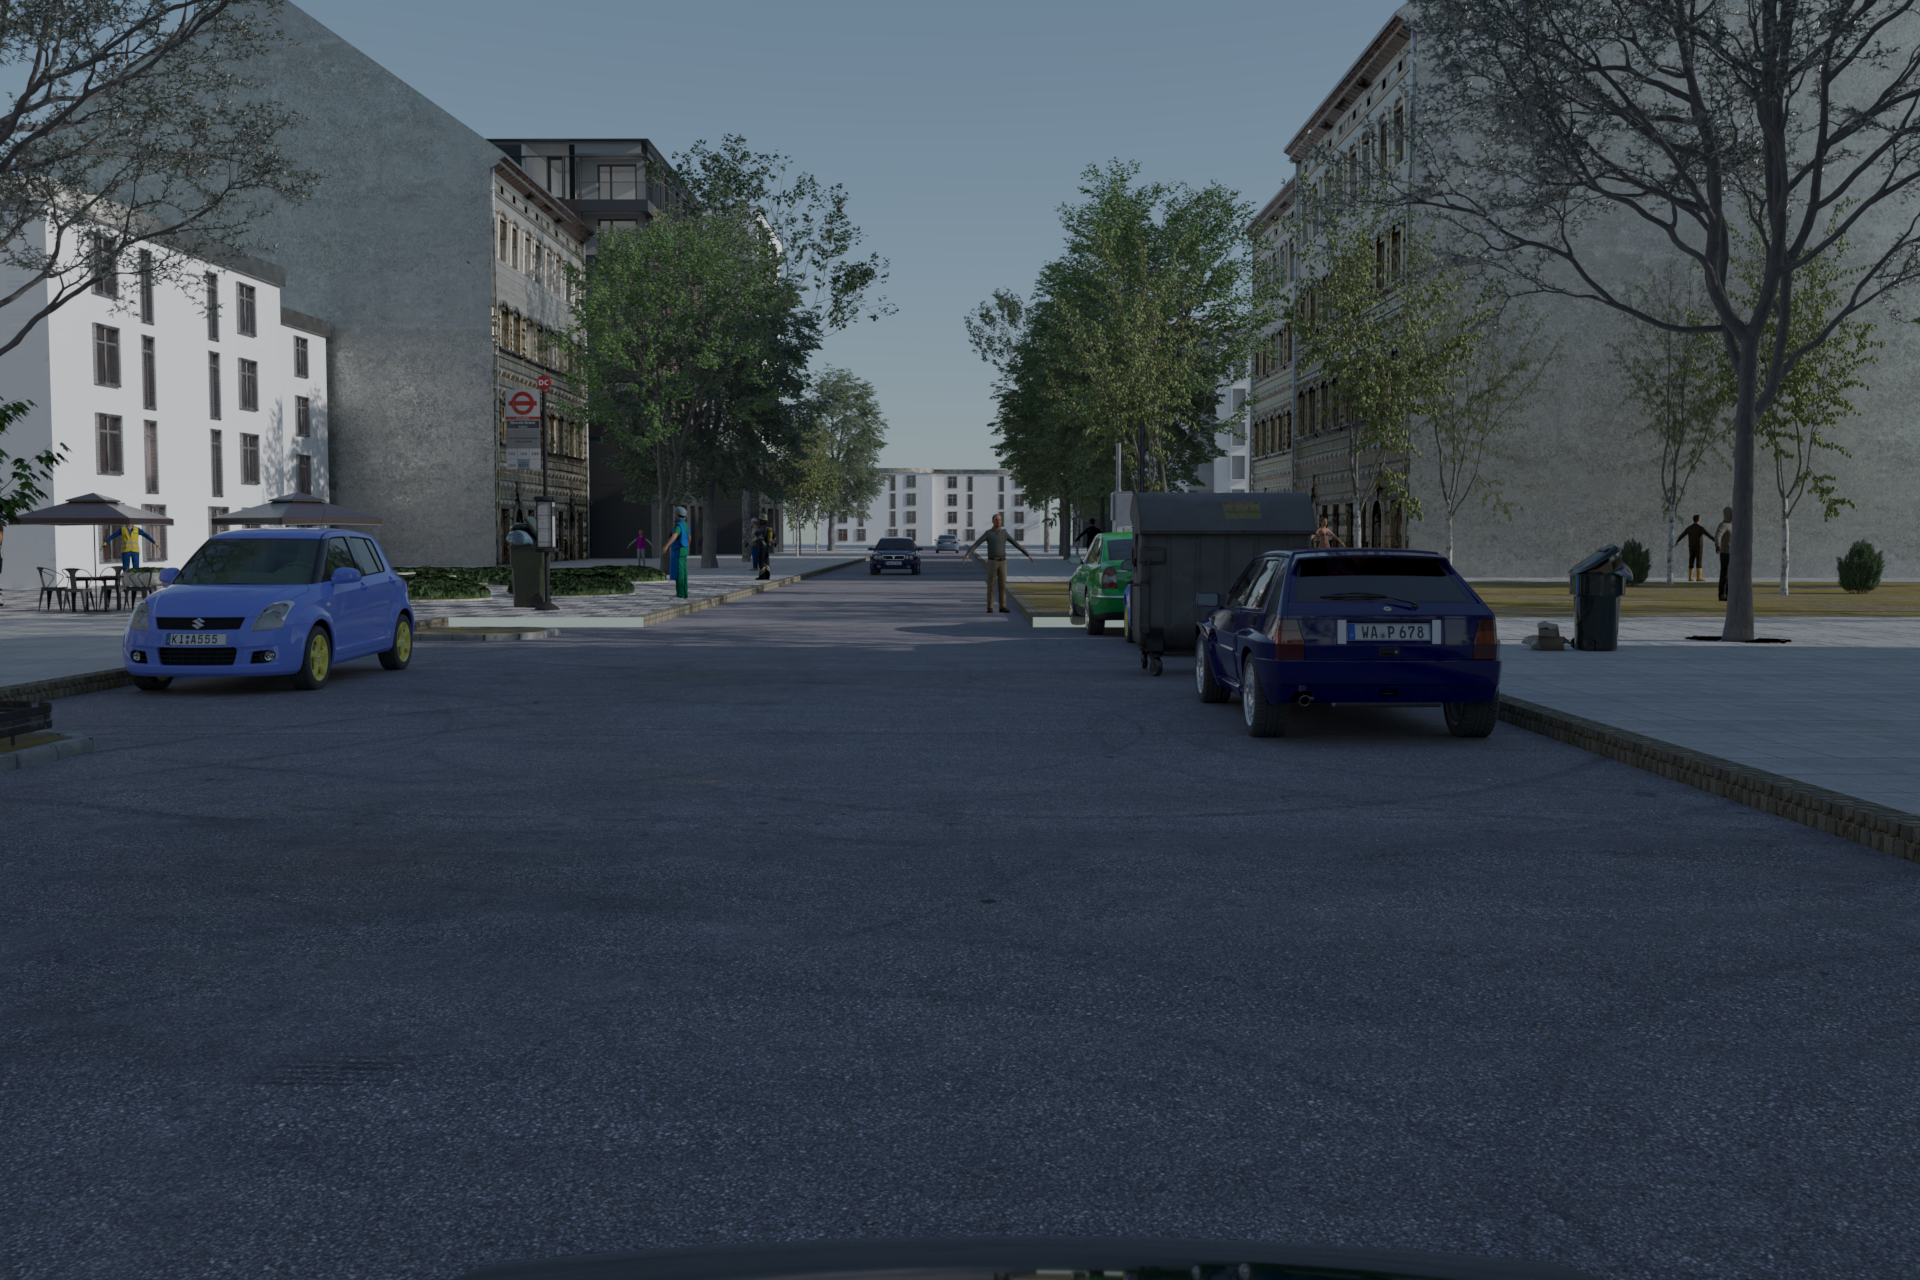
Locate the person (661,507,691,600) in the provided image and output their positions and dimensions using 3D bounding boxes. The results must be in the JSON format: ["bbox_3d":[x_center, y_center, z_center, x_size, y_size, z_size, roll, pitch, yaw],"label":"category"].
[{"bbox_3d":[-5.499,-1.696,33.855,0.704,1.817,1.347,1,4,11],"label":"person"}]

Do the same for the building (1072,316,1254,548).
[{"bbox_3d":[25.399,-20.479,178.811,27.936,21.610,32.646,0,4,0],"label":"building"}]

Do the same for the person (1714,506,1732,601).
[{"bbox_3d":[14.729,-1.653,33.157,1.348,1.813,0.705,-3,5,-42],"label":"person"}]

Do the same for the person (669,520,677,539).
[{"bbox_3d":[-10.830,-3.663,66.085,1.347,1.806,0.705,3,5,41],"label":"person"}]

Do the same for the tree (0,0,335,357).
[{"bbox_3d":[-12.458,-6.759,20.887,12.009,13.543,11.850,0,3,0],"label":"tree"}]

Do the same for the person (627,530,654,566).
[{"bbox_3d":[-11.288,-3.177,61.208,0.991,1.433,0.599,1,4,11],"label":"person"}]

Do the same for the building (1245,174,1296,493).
[{"bbox_3d":[23.794,-15.071,77.345,19.493,23.208,18.063,0,3,0],"label":"building"}]

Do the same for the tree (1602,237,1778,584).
[{"bbox_3d":[17.883,-5.725,43.960,4.360,8.622,3.978,0,3,0],"label":"tree"}]

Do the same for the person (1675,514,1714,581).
[{"bbox_3d":[20.041,-2.507,47.130,0.704,1.812,1.346,-3,4,-38],"label":"person"}]

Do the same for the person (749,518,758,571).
[{"bbox_3d":[-7.218,-3.349,60.616,0.705,1.847,1.347,0,4,2],"label":"person"}]

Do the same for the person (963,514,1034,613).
[{"bbox_3d":[0.677,-1.395,31.536,1.348,1.796,0.705,-1,4,-16],"label":"person"}]

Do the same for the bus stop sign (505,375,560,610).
[{"bbox_3d":[-7.205,-2.476,29.189,0.855,3.939,0.416,0,4,-1],"label":"bus stop sign"}]

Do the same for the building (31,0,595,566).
[{"bbox_3d":[-27.911,-15.100,77.810,19.493,23.208,18.063,0,4,-1],"label":"building"}]

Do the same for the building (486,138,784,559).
[{"bbox_3d":[-26.522,-16.035,106.149,27.936,21.610,32.646,0,4,0],"label":"building"}]

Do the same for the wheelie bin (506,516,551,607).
[{"bbox_3d":[-7.560,-1.377,30.416,0.693,1.594,0.980,0,4,-1],"label":"wheelie bin"}]

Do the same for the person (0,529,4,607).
[{"bbox_3d":[-17.130,-1.499,30.657,0.704,1.843,1.345,-3,4,-38],"label":"person"}]

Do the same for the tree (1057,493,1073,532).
[{"bbox_3d":[14.375,-16.445,219.237,4.737,8.622,4.395,0,3,0],"label":"tree"}]

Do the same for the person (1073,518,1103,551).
[{"bbox_3d":[4.623,-3.339,60.530,1.347,1.837,0.705,0,4,8],"label":"person"}]

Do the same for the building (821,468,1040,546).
[{"bbox_3d":[-3.711,-16.894,220.821,28.070,9.664,9.099,0,4,-4],"label":"building"}]

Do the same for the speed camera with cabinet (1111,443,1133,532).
[{"bbox_3d":[3.649,-2.613,37.055,0.660,3.252,2.038,0,4,-1],"label":"speed camera with cabinet"}]

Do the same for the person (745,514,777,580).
[{"bbox_3d":[-5.525,-2.615,48.534,0.705,1.856,1.354,2,4,32],"label":"person"}]

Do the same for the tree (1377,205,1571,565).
[{"bbox_3d":[11.094,-5.445,39.390,4.360,8.622,3.978,0,3,0],"label":"tree"}]

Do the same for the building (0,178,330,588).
[{"bbox_3d":[-25.809,-6.891,54.807,9.099,9.664,28.070,0,4,0],"label":"building"}]

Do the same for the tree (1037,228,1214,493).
[{"bbox_3d":[4.160,-5.541,40.950,4.737,8.622,4.395,0,3,0],"label":"tree"}]

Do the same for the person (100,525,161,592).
[{"bbox_3d":[-18.512,-1.969,38.656,1.216,1.772,0.721,-2,4,-28],"label":"person"}]

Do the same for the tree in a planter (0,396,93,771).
[{"bbox_3d":[-6.731,-0.836,10.889,1.991,3.239,1.994,0,4,0],"label":"tree in a planter"}]

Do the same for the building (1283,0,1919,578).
[{"bbox_3d":[22.389,-13.961,59.195,19.493,23.208,18.063,0,4,0],"label":"building"}]

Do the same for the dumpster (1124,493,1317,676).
[{"bbox_3d":[2.672,-0.591,17.885,1.865,1.857,1.264,0,4,0],"label":"dumpster"}]

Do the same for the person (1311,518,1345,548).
[{"bbox_3d":[9.989,-2.480,47.346,1.217,1.733,0.721,-1,4,-22],"label":"person"}]

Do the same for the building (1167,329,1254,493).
[{"bbox_3d":[24.358,-18.520,159.225,16.016,20.090,11.380,0,4,0],"label":"building"}]

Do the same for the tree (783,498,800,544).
[{"bbox_3d":[-21.666,-16.640,222.432,4.737,8.622,4.395,0,3,0],"label":"tree"}]
